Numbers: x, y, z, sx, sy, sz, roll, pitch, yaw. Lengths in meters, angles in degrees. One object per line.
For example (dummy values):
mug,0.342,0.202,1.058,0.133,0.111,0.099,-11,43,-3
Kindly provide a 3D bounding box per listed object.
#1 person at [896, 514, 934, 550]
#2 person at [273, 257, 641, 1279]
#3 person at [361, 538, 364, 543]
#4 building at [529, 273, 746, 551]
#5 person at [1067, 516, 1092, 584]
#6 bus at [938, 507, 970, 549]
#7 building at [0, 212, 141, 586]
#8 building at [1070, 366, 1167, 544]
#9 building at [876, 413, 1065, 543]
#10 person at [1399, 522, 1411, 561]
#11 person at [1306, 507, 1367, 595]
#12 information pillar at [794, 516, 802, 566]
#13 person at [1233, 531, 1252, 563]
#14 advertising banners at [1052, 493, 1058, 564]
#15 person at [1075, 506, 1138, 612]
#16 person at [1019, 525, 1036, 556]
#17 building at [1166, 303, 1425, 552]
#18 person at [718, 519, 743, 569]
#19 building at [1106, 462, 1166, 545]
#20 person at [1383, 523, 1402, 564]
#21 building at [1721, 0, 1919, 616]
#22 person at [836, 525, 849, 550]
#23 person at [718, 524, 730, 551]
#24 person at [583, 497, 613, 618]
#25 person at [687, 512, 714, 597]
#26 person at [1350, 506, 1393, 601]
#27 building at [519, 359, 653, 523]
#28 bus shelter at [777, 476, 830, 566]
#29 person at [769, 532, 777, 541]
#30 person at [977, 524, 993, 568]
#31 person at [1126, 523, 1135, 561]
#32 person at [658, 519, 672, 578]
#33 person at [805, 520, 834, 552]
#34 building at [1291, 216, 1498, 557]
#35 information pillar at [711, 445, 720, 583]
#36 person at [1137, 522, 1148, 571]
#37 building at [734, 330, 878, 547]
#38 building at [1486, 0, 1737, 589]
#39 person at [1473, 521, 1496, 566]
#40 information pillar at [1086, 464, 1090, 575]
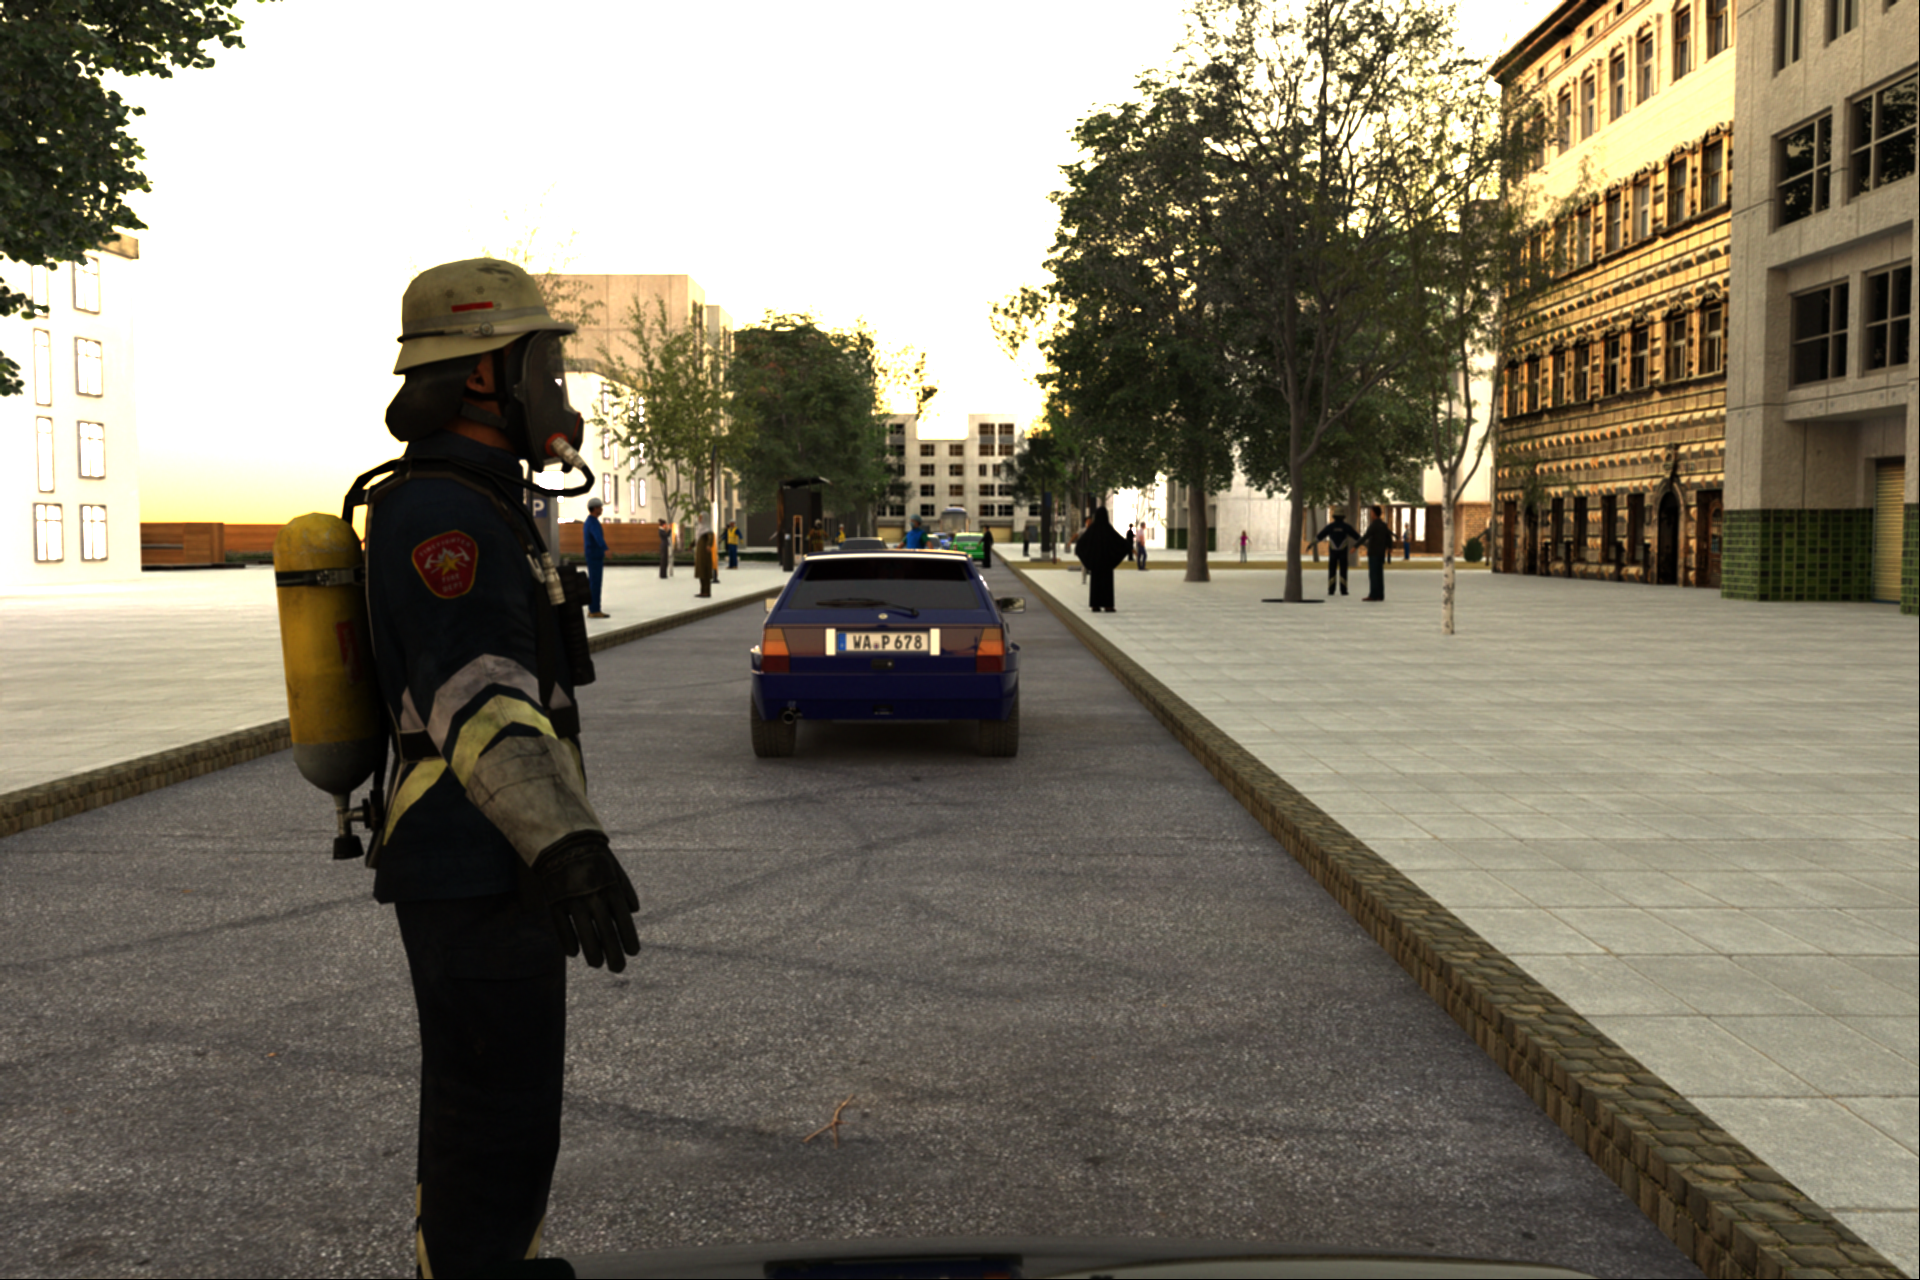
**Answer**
person,-0.898,-1.554,33.987,0.704,1.817,1.347,-3,5,-43
person,-0.724,0.337,2.732,0.705,1.856,1.354,-1,4,-19
person,-11.856,-1.794,35.505,0.704,1.807,1.345,2,4,30
building,-26.800,-16.330,133.449,16.747,18.905,31.486,0,4,0
person,3.342,-2.318,44.664,1.217,1.739,0.721,-1,4,-13
bus,-0.446,-10.417,161.860,2.896,3.916,12.251,0,4,1
building,-24.274,-5.705,35.420,9.099,9.664,28.070,0,4,1
building,24.676,-24.572,232.672,19.493,23.208,18.063,0,4,0
building,1.131,-23.861,259.047,31.486,18.905,16.747,0,4,1
person,21.472,-4.740,83.354,0.705,1.847,1.347,0,4,-6
person,7.970,-1.871,36.461,1.351,1.845,0.704,1,4,17
information pillar,-6.523,-3.994,69.793,0.304,2.012,0.304,0,4,1
person,12.682,-4.186,77.704,0.991,1.433,0.599,-2,4,-25
advertising banners,4.049,-4.754,73.908,0.090,3.025,2.074,0,4,-1
person,2.386,-1.331,28.549,1.214,1.737,0.721,3,4,38
person,3.824,-5.703,99.378,0.705,1.813,1.348,3,5,44
building,26.376,-16.489,136.052,16.747,18.905,31.486,0,4,0
person,-8.385,-3.533,63.737,1.349,1.833,0.705,3,5,43
building,23.126,-16.381,209.974,9.099,9.664,28.070,0,4,1
person,18.128,-4.083,73.480,1.216,1.740,0.721,0,4,-3
building,23.265,-9.271,18.045,16.747,18.905,31.486,0,4,1
person,-5.996,-5.038,88.843,0.721,1.772,1.216,2,4,33
person,-13.104,-5.619,97.805,1.347,1.837,0.705,-3,5,-43
person,-5.578,-1.268,26.612,0.705,1.842,1.347,-1,4,-22
person,-5.272,-1.736,35.164,0.721,1.736,1.217,-2,4,-28
person,7.950,-1.660,33.203,1.348,1.821,0.705,-3,5,-43
building,-21.726,-9.481,97.160,9.099,9.664,28.070,0,4,1
bus shelter,-6.602,-5.034,73.583,1.731,3.624,6.357,0,4,0
person,-9.980,-5.518,96.407,1.347,1.806,0.705,1,4,21
person,1.116,-3.934,72.717,0.705,1.837,1.347,2,4,28
person,8.240,-4.707,83.139,0.705,1.806,1.347,-1,4,-19
person,-8.447,-2.638,49.983,0.742,1.727,0.445,3,5,40
person,-5.597,-3.834,68.461,1.354,1.858,0.705,-3,4,-36
building,26.365,-15.502,109.878,16.016,20.090,11.380,0,4,0
information pillar,-6.416,-3.296,45.242,0.183,3.616,0.504,0,4,1
person,6.456,-3.314,61.169,0.436,1.711,0.756,0,4,5
building,-24.122,-21.168,190.068,27.936,21.610,32.646,0,4,1
building,26.789,-13.245,47.486,19.493,23.208,18.063,0,4,0
person,21.570,-3.920,70.367,1.348,1.796,0.705,1,4,12
information pillar,4.055,-3.895,55.042,0.183,3.616,0.504,0,3,0
